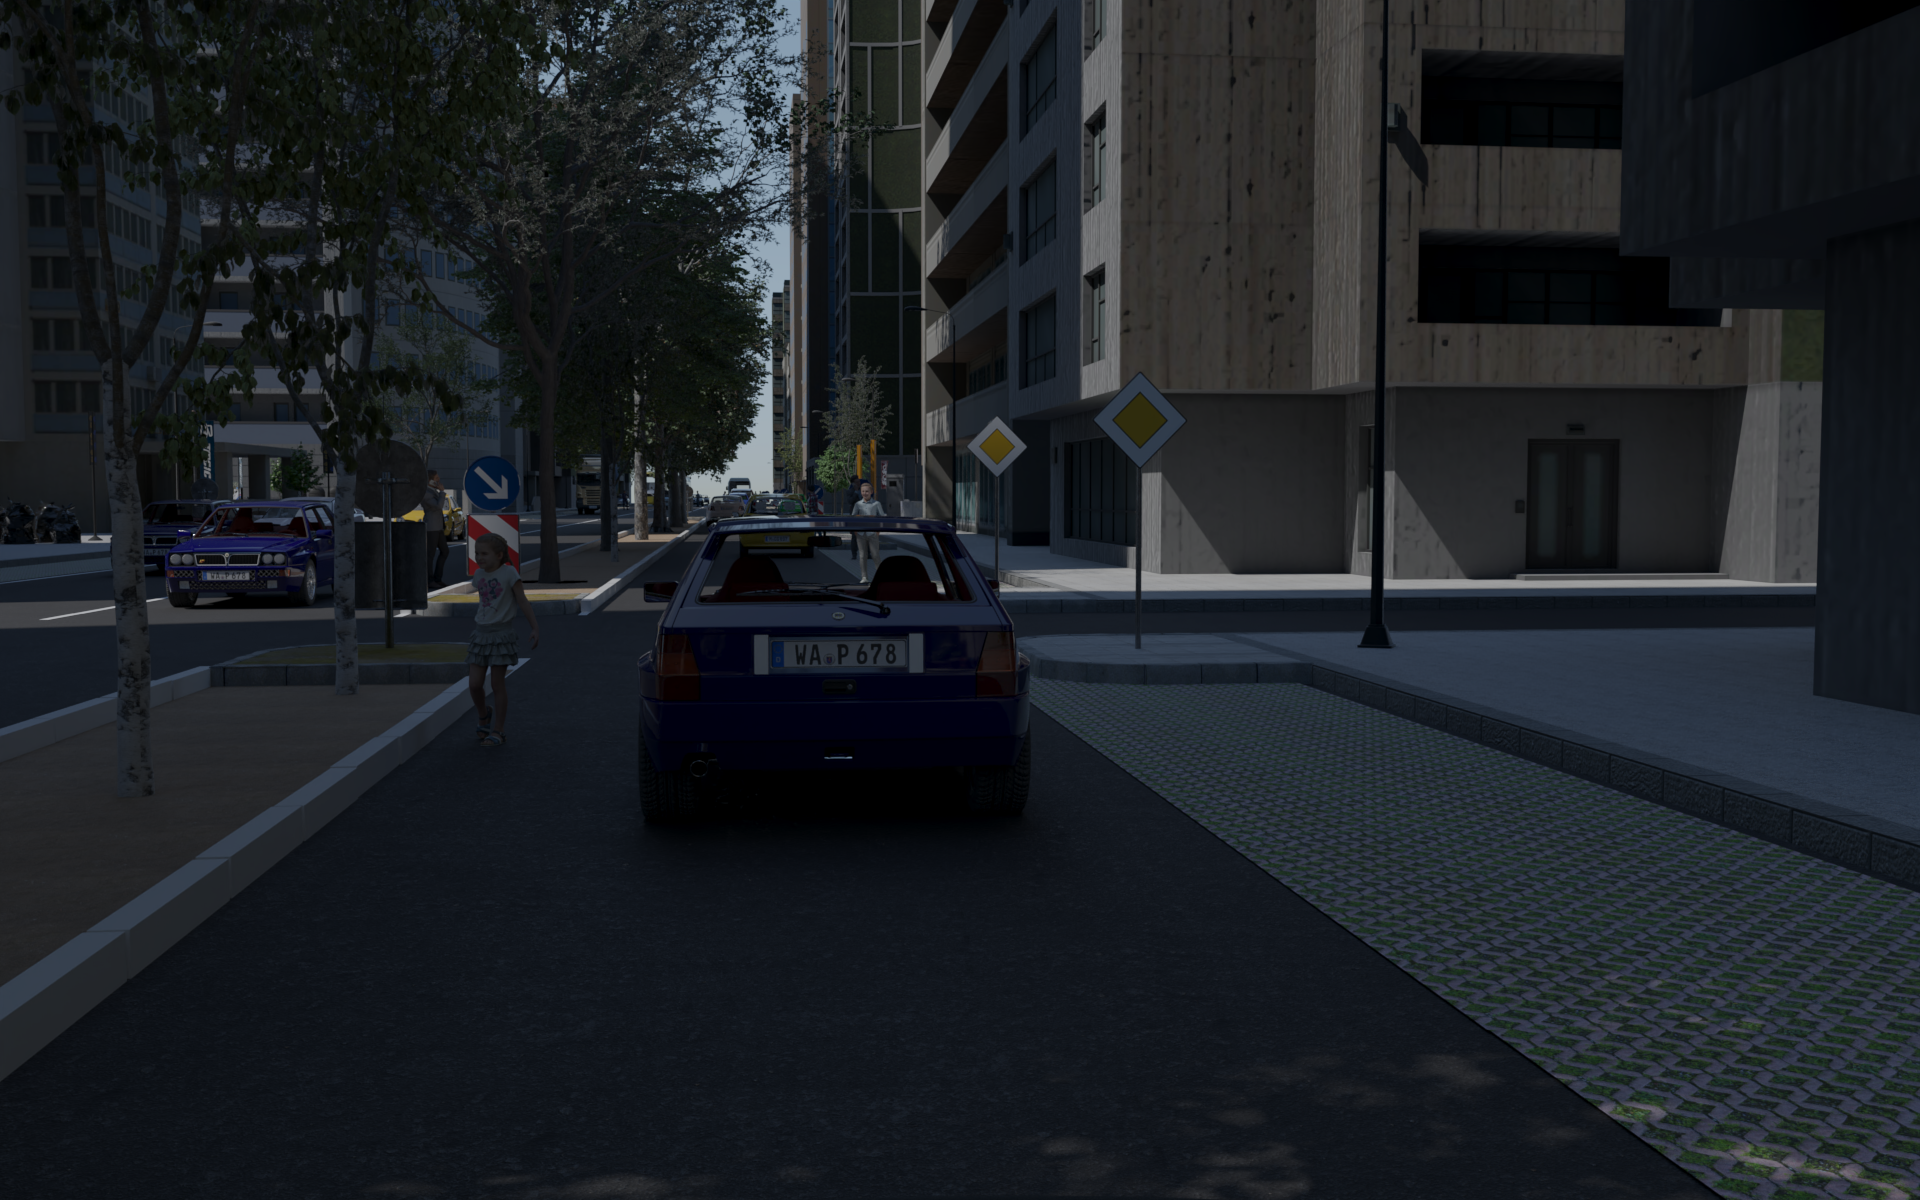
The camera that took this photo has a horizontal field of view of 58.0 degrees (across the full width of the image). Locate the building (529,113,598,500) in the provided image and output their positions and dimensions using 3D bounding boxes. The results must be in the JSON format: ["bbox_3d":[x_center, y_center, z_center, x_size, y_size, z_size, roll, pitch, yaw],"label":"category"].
[{"bbox_3d":[-50.883,-32.746,190.017,22.147,44.769,28.867,0,4,-7],"label":"building"}]

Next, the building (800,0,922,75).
[{"bbox_3d":[-5.377,-29.793,137.226,14.600,45.320,14.200,0,4,-7],"label":"building"}]

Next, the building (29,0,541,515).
[{"bbox_3d":[-48.439,-26.916,131.955,32.217,40.220,23.993,0,4,-7],"label":"building"}]

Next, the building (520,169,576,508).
[{"bbox_3d":[-41.844,-23.308,152.789,14.160,30.474,14.107,0,4,-7],"label":"building"}]

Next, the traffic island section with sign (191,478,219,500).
[{"bbox_3d":[-18.592,-2.066,42.401,1.989,1.847,2.006,0,4,-7],"label":"traffic island section with sign"}]

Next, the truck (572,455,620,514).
[{"bbox_3d":[-26.147,-8.329,125.085,2.839,4.237,11.283,0,4,-8],"label":"truck"}]

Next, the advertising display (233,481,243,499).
[{"bbox_3d":[-36.537,-5.036,87.559,0.974,1.923,0.123,3,5,40],"label":"advertising display"}]

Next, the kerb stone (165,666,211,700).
[{"bbox_3d":[-5.553,0.600,12.450,0.120,0.150,1.000,0,4,-7],"label":"kerb stone"}]

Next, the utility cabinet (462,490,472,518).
[{"bbox_3d":[-26.470,-5.154,92.953,0.318,1.500,1.173,0,4,-7],"label":"utility cabinet"}]

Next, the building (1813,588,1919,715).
[{"bbox_3d":[11.089,-14.445,7.874,14.160,30.474,14.107,0,4,-7],"label":"building"}]

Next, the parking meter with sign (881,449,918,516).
[{"bbox_3d":[-2.514,-4.317,66.846,1.738,3.016,0.543,0,4,1],"label":"parking meter with sign"}]

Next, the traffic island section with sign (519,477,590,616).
[{"bbox_3d":[-5.621,-0.799,21.196,2.006,1.907,1.989,0,4,-7],"label":"traffic island section with sign"}]

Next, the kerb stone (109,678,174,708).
[{"bbox_3d":[-5.430,0.658,11.432,0.120,0.150,1.000,0,4,-7],"label":"kerb stone"}]

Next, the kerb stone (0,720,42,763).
[{"bbox_3d":[-5.174,0.782,9.404,0.120,0.150,1.000,0,4,-7],"label":"kerb stone"}]

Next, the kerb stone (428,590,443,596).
[{"bbox_3d":[-6.781,0.004,22.128,0.120,0.150,1.000,0,4,-7],"label":"kerb stone"}]

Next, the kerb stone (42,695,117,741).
[{"bbox_3d":[-5.309,0.722,10.417,0.120,0.150,1.000,0,4,-7],"label":"kerb stone"}]

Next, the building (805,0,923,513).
[{"bbox_3d":[-0.130,-41.637,119.011,20.563,71.187,20.611,0,4,-7],"label":"building"}]

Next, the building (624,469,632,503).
[{"bbox_3d":[-52.379,-28.355,235.300,14.160,30.474,14.107,0,4,-7],"label":"building"}]

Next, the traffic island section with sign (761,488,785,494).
[{"bbox_3d":[-15.820,-8.541,148.274,1.989,1.847,2.006,0,4,-7],"label":"traffic island section with sign"}]

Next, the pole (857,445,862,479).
[{"bbox_3d":[-4.180,-4.794,72.221,0.158,3.312,0.155,0,3,0],"label":"pole"}]

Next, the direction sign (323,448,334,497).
[{"bbox_3d":[-24.109,-4.534,66.132,0.379,3.537,0.876,0,4,3],"label":"direction sign"}]

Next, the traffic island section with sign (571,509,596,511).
[{"bbox_3d":[-31.769,-8.418,146.269,1.989,1.847,2.006,0,4,-7],"label":"traffic island section with sign"}]

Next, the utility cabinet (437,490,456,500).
[{"bbox_3d":[-26.925,-5.010,90.594,1.173,1.500,0.318,1,4,15],"label":"utility cabinet"}]

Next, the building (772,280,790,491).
[{"bbox_3d":[-19.872,-29.131,247.991,14.160,30.474,14.107,0,4,-7],"label":"building"}]

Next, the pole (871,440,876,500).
[{"bbox_3d":[-3.256,-4.365,65.211,0.158,3.312,0.155,0,3,0],"label":"pole"}]

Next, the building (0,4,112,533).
[{"bbox_3d":[-40.987,-22.494,59.659,32.217,40.220,23.993,0,4,-7],"label":"building"}]

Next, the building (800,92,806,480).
[{"bbox_3d":[-3.312,-30.859,159.169,22.147,44.769,28.867,0,4,-7],"label":"building"}]

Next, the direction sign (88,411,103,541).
[{"bbox_3d":[-23.812,-3.401,47.597,0.379,3.537,0.876,-1,4,-17],"label":"direction sign"}]

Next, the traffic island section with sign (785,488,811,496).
[{"bbox_3d":[-6.106,-3.859,71.730,1.989,1.847,2.006,0,4,-7],"label":"traffic island section with sign"}]

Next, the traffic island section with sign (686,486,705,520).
[{"bbox_3d":[-15.084,-5.358,95.739,2.006,1.907,1.989,0,4,-7],"label":"traffic island section with sign"}]

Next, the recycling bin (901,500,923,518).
[{"bbox_3d":[-1.698,-2.962,60.990,0.722,1.027,0.722,0,4,-8],"label":"recycling bin"}]

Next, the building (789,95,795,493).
[{"bbox_3d":[-11.615,-33.086,191.072,14.600,45.320,14.200,0,4,-7],"label":"building"}]

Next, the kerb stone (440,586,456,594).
[{"bbox_3d":[-6.916,-0.056,23.152,0.120,0.150,1.000,0,4,-7],"label":"kerb stone"}]

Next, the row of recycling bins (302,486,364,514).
[{"bbox_3d":[-31.957,-4.915,87.479,3.534,1.692,1.069,-1,4,-14],"label":"row of recycling bins"}]

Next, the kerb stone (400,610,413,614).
[{"bbox_3d":[-6.664,0.070,21.110,0.120,0.150,1.000,0,4,-7],"label":"kerb stone"}]

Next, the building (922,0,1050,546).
[{"bbox_3d":[10.530,-26.242,52.767,21.300,48.544,21.600,0,4,-7],"label":"building"}]

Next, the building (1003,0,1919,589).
[{"bbox_3d":[8.723,-15.836,30.613,14.107,30.474,14.160,0,4,-7],"label":"building"}]

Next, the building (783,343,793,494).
[{"bbox_3d":[-7.630,-22.565,213.983,27.650,21.520,28.899,0,4,-7],"label":"building"}]

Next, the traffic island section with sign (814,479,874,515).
[{"bbox_3d":[-2.718,-2.224,44.988,1.989,1.847,2.006,0,4,-7],"label":"traffic island section with sign"}]

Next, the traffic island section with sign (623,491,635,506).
[{"bbox_3d":[-38.672,-11.750,200.733,1.989,1.847,2.006,0,4,-7],"label":"traffic island section with sign"}]

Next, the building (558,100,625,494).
[{"bbox_3d":[-53.426,-36.163,214.968,21.300,48.544,21.600,0,4,-7],"label":"building"}]

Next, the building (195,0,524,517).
[{"bbox_3d":[-39.681,-34.510,106.241,21.231,58.520,28.212,0,4,-7],"label":"building"}]

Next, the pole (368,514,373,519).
[{"bbox_3d":[-29.994,-5.762,88.055,0.158,3.312,0.155,0,3,0],"label":"pole"}]

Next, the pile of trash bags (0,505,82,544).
[{"bbox_3d":[-24.596,-2.130,44.572,3.447,1.369,1.912,-3,4,-36],"label":"pile of trash bags"}]

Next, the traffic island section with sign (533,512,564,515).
[{"bbox_3d":[-28.371,-6.783,119.528,1.989,1.847,2.006,0,4,-7],"label":"traffic island section with sign"}]

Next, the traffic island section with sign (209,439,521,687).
[{"bbox_3d":[-4.699,-0.349,13.847,2.006,1.907,1.989,0,4,-7],"label":"traffic island section with sign"}]
